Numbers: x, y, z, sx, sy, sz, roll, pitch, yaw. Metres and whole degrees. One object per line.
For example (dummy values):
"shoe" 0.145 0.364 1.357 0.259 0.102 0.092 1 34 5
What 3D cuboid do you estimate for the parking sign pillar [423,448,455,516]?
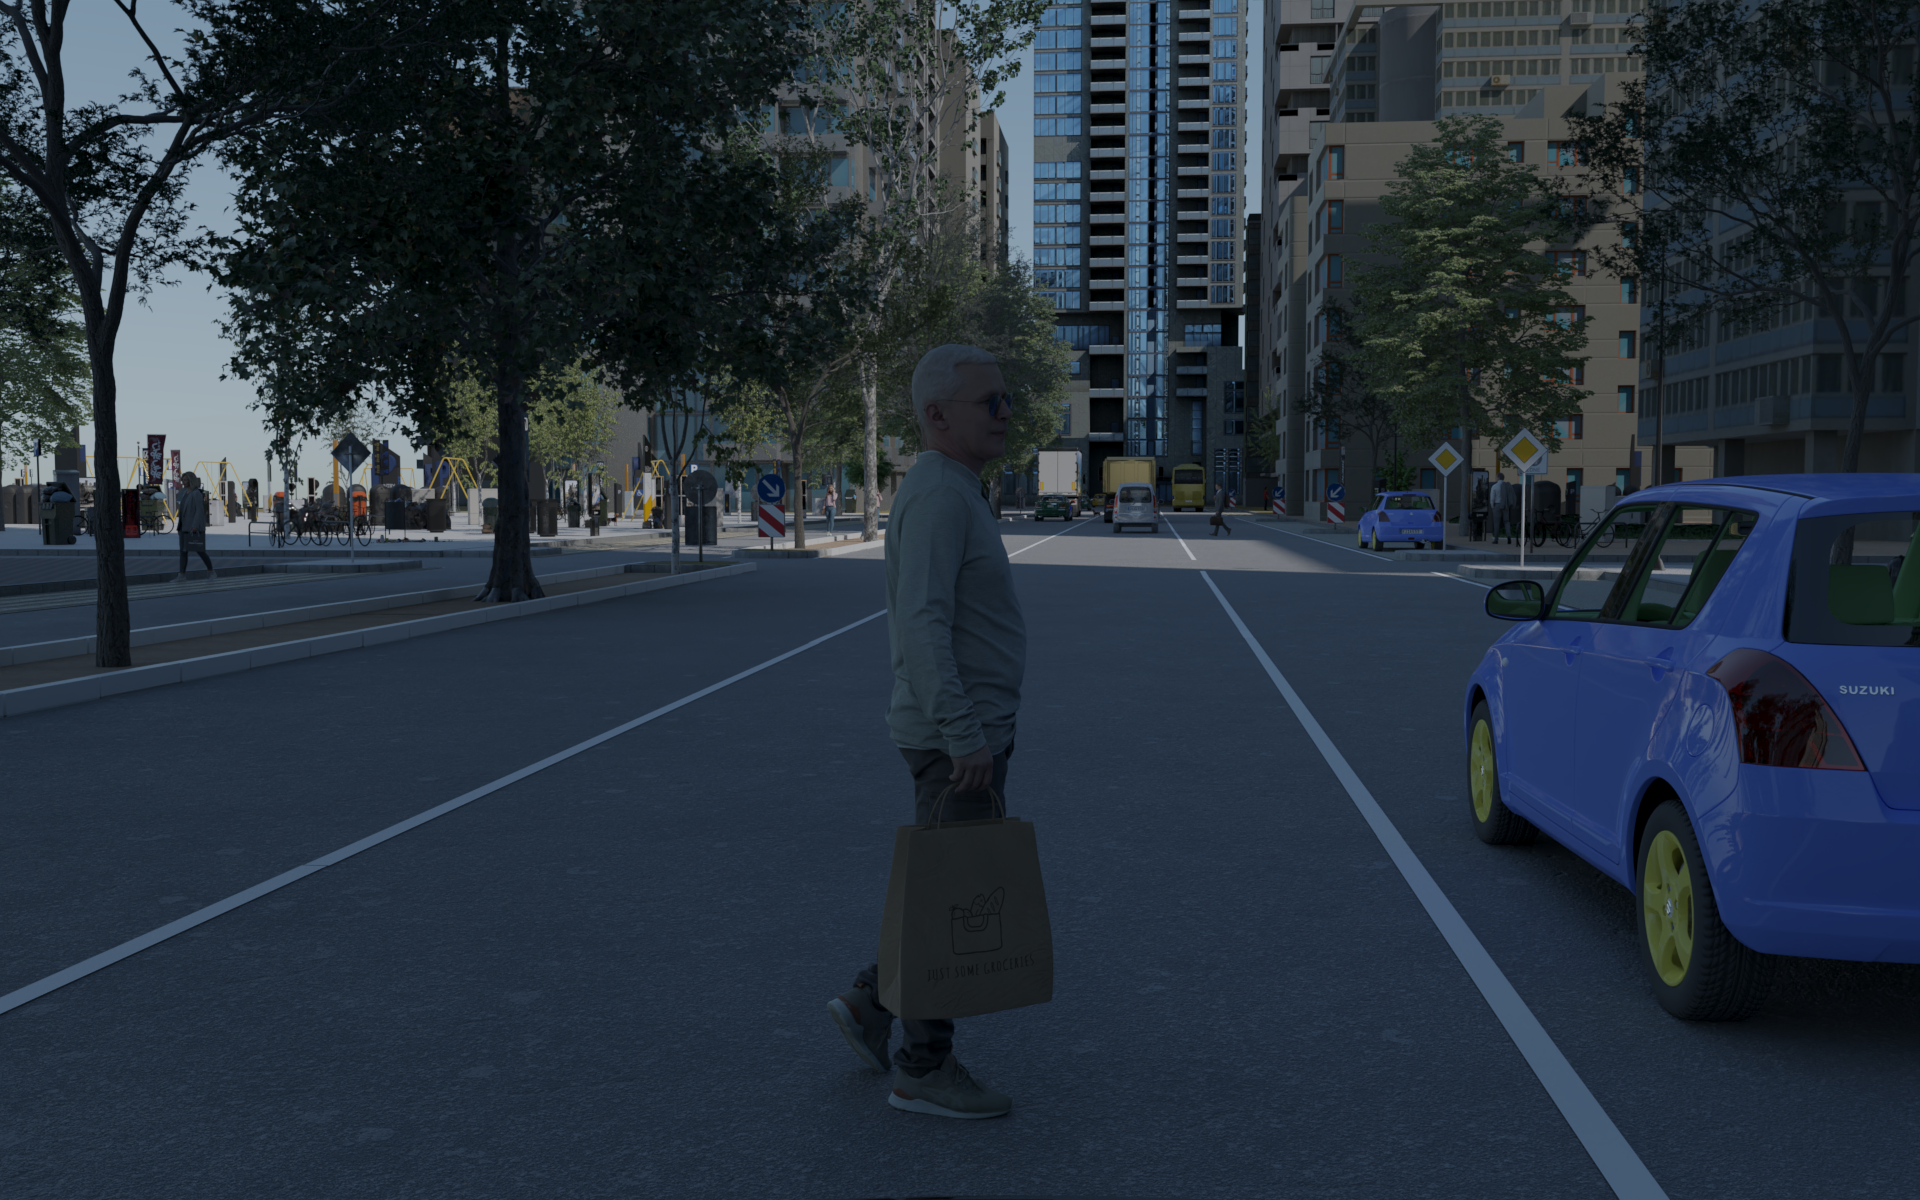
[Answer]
"parking sign pillar" -30.370 -6.905 101.366 1.447 3.967 1.447 1 4 12

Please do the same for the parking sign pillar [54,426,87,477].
"parking sign pillar" -34.807 -4.852 67.803 1.447 3.967 1.447 2 4 25

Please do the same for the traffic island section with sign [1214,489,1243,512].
"traffic island section with sign" 21.723 -7.996 139.362 1.989 1.847 2.006 0 4 6

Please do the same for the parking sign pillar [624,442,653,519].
"parking sign pillar" -16.693 -6.199 89.824 1.447 3.967 1.447 -1 4 -16

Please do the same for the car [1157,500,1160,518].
"car" 11.037 -5.620 103.690 2.131 1.459 4.920 0 4 6

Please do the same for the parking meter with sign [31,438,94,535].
"parking meter with sign" -28.319 -3.589 54.941 1.738 3.016 0.543 -3 5 -41

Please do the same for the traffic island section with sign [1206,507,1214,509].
"traffic island section with sign" 24.663 -9.649 166.385 1.989 1.847 2.006 0 4 6

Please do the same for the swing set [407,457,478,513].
"swing set" -21.877 -4.720 74.789 2.862 2.851 3.119 0 4 -3

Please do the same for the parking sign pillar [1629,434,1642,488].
"parking sign pillar" 30.605 -5.510 78.561 1.447 3.967 1.447 1 4 19

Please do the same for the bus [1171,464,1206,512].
"bus" 18.611 -9.141 141.000 2.896 3.916 12.252 0 4 8

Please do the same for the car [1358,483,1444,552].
"car" 11.186 -2.113 44.133 1.945 1.707 3.694 0 4 4

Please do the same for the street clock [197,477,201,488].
"street clock" -32.855 -4.287 74.663 0.358 2.002 0.471 -2 4 -33

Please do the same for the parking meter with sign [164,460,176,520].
"parking meter with sign" -39.709 -5.555 87.089 0.543 3.016 1.738 -2 4 -34

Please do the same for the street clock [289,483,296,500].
"street clock" -43.541 -6.623 112.848 0.471 2.002 0.358 1 4 21

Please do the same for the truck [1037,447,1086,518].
"truck" 6.372 -7.347 109.040 2.839 4.237 11.283 0 4 6

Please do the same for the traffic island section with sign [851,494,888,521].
"traffic island section with sign" -4.657 -5.103 92.067 1.989 1.847 2.006 0 4 6

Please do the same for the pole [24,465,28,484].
"pole" -63.348 -7.564 117.511 0.158 3.312 0.155 0 3 0

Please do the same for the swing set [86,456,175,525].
"swing set" -35.068 -4.542 71.888 2.862 2.851 3.119 1 4 21

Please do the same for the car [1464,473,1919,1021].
"car" 2.872 0.223 5.945 1.945 1.707 3.694 0 4 5

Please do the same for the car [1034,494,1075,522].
"car" 4.980 -4.896 91.854 2.131 1.459 4.920 0 4 7

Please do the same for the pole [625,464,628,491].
"pole" -22.652 -7.577 117.724 0.158 3.312 0.155 0 3 0

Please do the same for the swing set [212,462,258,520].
"swing set" -35.938 -5.268 83.755 2.862 2.851 3.119 0 4 3

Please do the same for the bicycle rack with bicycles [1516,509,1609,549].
"bicycle rack with bicycles" 14.503 -1.731 41.683 2.925 0.926 2.852 -2 4 -28

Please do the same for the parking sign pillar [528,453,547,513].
"parking sign pillar" -27.944 -7.690 114.202 1.447 3.967 1.447 1 4 13

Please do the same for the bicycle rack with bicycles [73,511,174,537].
"bicycle rack with bicycles" -25.959 -2.452 53.477 2.925 0.926 2.852 -1 4 -20

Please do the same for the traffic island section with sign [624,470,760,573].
"traffic island section with sign" -4.967 -1.466 32.107 2.006 1.907 1.989 0 4 6

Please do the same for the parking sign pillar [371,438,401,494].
"parking sign pillar" -27.430 -5.767 82.755 1.447 3.967 1.447 0 4 2

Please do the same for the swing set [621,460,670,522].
"swing set" -14.142 -5.075 80.592 2.862 2.851 3.119 -1 4 -20

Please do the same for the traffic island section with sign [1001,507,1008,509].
"traffic island section with sign" 3.643 -9.775 168.440 1.989 1.847 2.006 0 4 6

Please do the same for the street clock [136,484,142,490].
"street clock" -56.939 -7.077 120.273 0.471 2.002 0.358 -2 4 -23

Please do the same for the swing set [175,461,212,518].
"swing set" -35.179 -4.799 76.083 3.119 2.851 2.862 3 5 39

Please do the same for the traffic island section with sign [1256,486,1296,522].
"traffic island section with sign" 16.326 -4.951 89.582 1.989 1.847 2.006 0 4 6

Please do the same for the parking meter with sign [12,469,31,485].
"parking meter with sign" -65.636 -7.614 120.752 1.738 3.016 0.543 -1 4 -15

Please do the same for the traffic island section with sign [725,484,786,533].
"traffic island section with sign" -7.601 -3.444 64.936 1.989 1.847 2.006 0 4 6

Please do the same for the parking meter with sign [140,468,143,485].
"parking meter with sign" -53.114 -7.145 113.079 0.543 3.016 1.738 -2 4 -34

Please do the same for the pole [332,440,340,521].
"pole" -23.588 -4.382 65.487 0.158 3.312 0.155 0 3 0

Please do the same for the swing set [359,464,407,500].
"swing set" -30.078 -5.676 90.420 2.862 2.851 3.119 1 4 8

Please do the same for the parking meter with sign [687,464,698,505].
"parking meter with sign" -16.122 -6.481 102.230 0.543 3.016 1.738 -3 5 -39

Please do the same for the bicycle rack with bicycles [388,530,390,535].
"bicycle rack with bicycles" -19.246 -2.512 54.452 2.925 0.926 2.852 3 5 45

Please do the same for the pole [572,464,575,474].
"pole" -25.843 -7.471 115.993 0.158 3.312 0.155 0 3 0

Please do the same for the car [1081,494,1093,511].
"car" 10.321 -8.365 148.567 2.131 1.459 4.920 0 4 6

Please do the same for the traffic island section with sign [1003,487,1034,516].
"traffic island section with sign" 3.945 -6.485 114.172 2.006 1.907 1.989 0 4 6

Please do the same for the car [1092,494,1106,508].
"car" 14.869 -10.557 182.822 2.015 1.641 3.980 0 4 7

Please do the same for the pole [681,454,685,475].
"pole" -14.139 -5.785 88.435 0.158 3.312 0.155 0 3 0

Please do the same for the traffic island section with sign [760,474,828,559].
"traffic island section with sign" -4.158 -1.916 39.470 2.006 1.907 1.989 0 4 6

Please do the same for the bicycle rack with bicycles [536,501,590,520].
"bicycle rack with bicycles" -19.383 -4.390 85.155 2.925 0.926 2.852 0 4 4

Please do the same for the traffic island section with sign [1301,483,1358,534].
"traffic island section with sign" 13.403 -3.304 62.654 1.989 1.847 2.006 0 4 6

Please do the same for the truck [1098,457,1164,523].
"truck" 8.755 -5.697 89.063 3.469 3.379 9.791 0 4 6

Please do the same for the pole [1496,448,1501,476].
"pole" 23.635 -5.033 76.133 0.158 3.312 0.155 0 3 0

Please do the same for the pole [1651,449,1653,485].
"pole" 31.649 -5.212 79.055 0.158 3.312 0.155 0 3 0

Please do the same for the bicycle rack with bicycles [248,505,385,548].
"bicycle rack with bicycles" -16.121 -1.779 42.465 2.852 0.926 2.925 -3 5 -43
